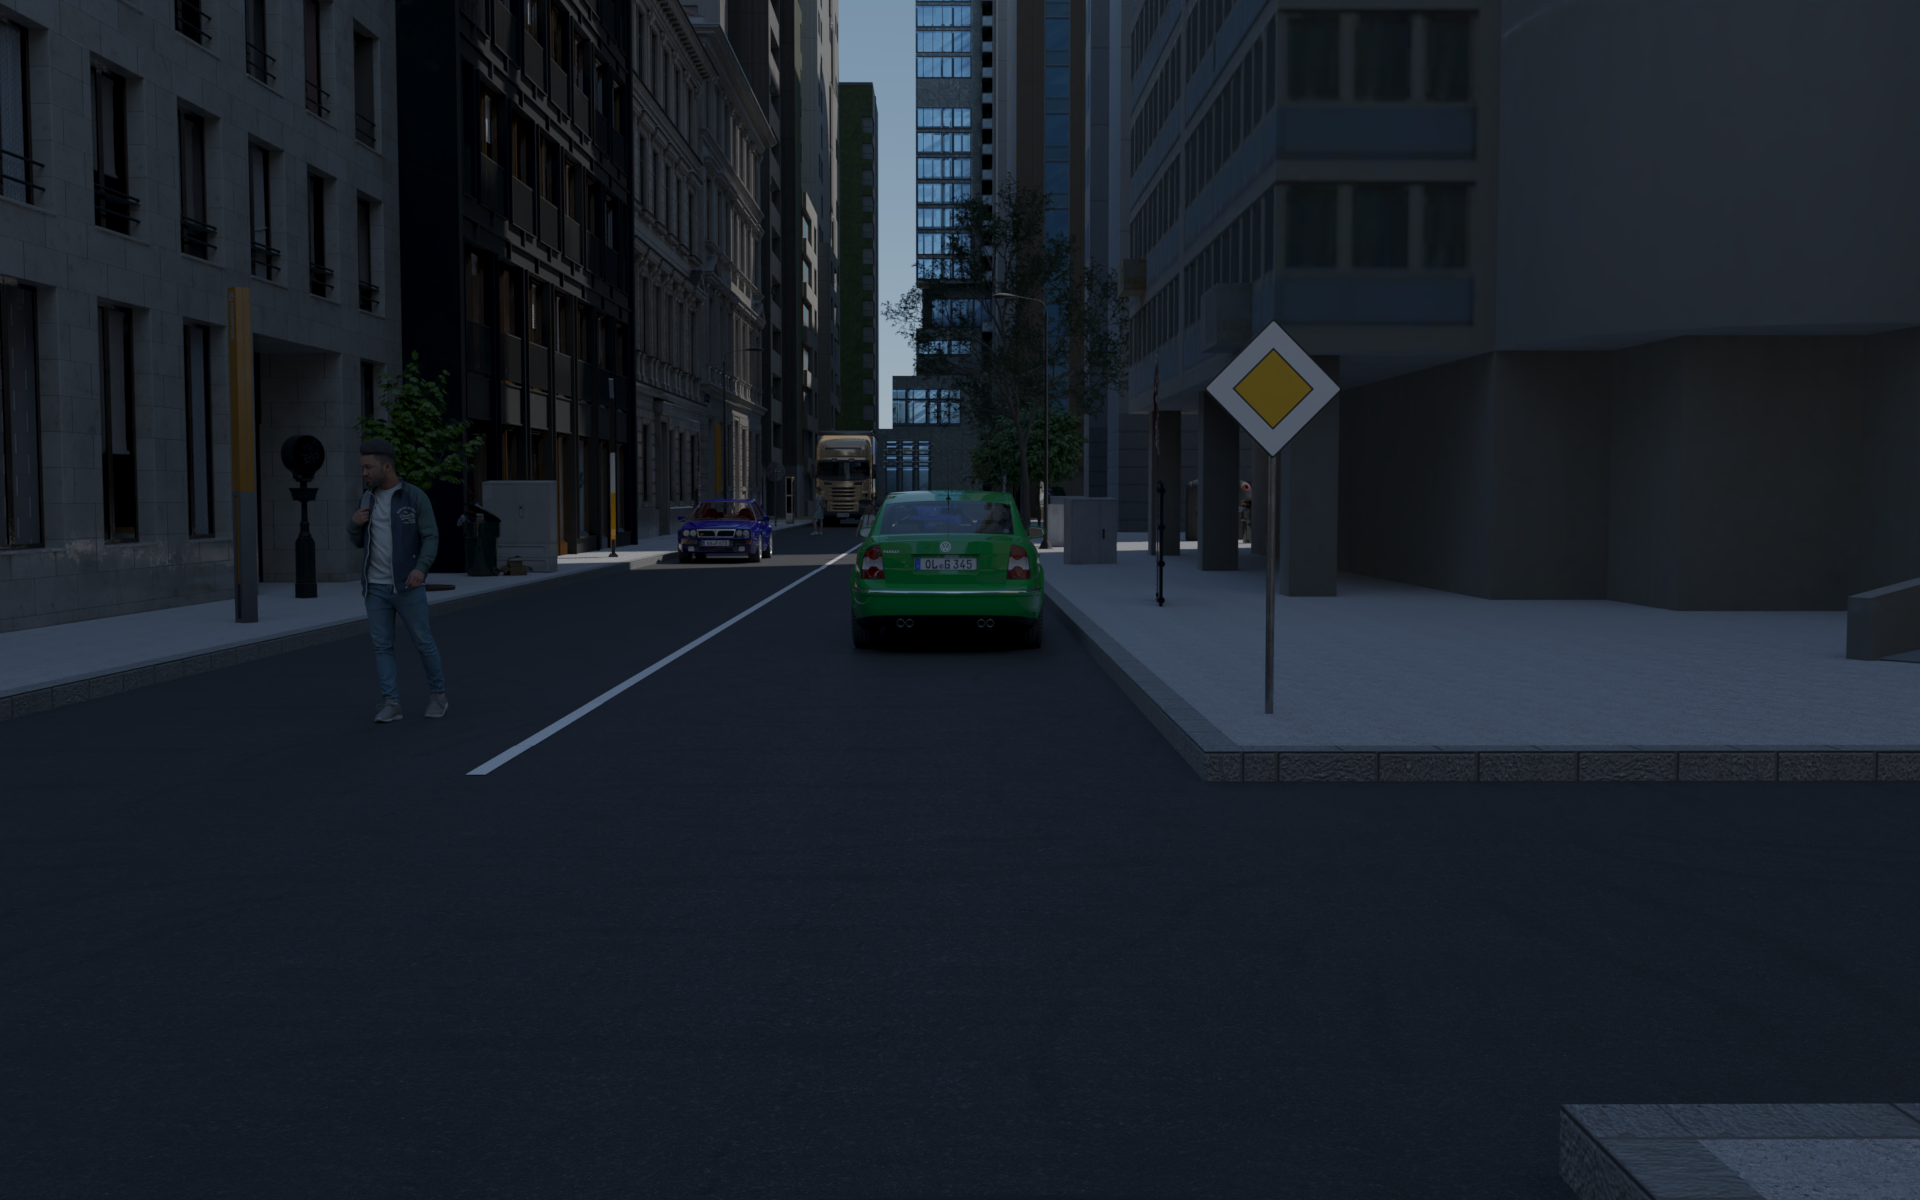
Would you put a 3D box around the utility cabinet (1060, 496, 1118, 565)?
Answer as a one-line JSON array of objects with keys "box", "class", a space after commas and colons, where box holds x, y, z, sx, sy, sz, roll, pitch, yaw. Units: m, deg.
[{"box": [2.399, -1.261, 31.779, 1.020, 1.237, 0.306, -2, 4, -31], "class": "utility cabinet"}]

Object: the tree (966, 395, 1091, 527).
[{"box": [2.645, -4.434, 56.206, 4.285, 4.588, 4.351, 0, 3, 0], "class": "tree"}]

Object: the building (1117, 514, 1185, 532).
[{"box": [15.666, -32.309, 70.246, 21.231, 58.520, 28.212, 0, 4, 0], "class": "building"}]

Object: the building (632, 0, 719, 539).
[{"box": [-13.825, -11.508, 52.788, 10.561, 19.102, 19.286, 0, 4, 0], "class": "building"}]

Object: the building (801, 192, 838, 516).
[{"box": [-22.726, -16.428, 113.631, 27.650, 21.520, 28.899, 0, 4, 0], "class": "building"}]

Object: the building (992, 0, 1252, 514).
[{"box": [13.222, -36.890, 145.149, 21.231, 58.520, 28.212, 0, 4, 0], "class": "building"}]

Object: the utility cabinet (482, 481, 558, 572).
[{"box": [-7.221, -1.206, 28.403, 1.173, 1.500, 0.318, 1, 4, 12], "class": "utility cabinet"}]

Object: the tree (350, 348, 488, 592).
[{"box": [-7.160, -1.745, 23.137, 1.663, 3.219, 1.824, 0, 3, 0], "class": "tree"}]

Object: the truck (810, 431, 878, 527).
[{"box": [-5.121, -5.514, 79.065, 2.839, 4.237, 11.283, 0, 4, -1], "class": "truck"}]

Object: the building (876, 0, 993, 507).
[{"box": [7.155, -53.001, 179.232, 31.000, 86.520, 22.319, 0, 4, 0], "class": "building"}]

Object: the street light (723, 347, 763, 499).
[{"box": [-6.933, -5.043, 55.000, 1.470, 5.913, 1.316, 0, 4, 0], "class": "street light"}]

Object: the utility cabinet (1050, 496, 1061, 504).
[{"box": [3.202, -2.478, 51.674, 1.020, 1.237, 0.306, 0, 4, -3], "class": "utility cabinet"}]

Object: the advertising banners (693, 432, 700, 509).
[{"box": [-7.569, -3.275, 49.730, 0.090, 3.025, 2.074, -1, 4, -12], "class": "advertising banners"}]

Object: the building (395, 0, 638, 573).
[{"box": [-14.219, -12.566, 35.126, 12.332, 23.373, 15.834, 0, 4, 0], "class": "building"}]

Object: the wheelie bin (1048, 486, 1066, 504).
[{"box": [3.999, -3.931, 72.174, 0.980, 1.594, 0.693, -2, 4, -35], "class": "wheelie bin"}]

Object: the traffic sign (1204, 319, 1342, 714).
[{"box": [1.803, -0.392, 10.056, 0.795, 2.450, 0.064, 0, 4, 0], "class": "traffic sign"}]

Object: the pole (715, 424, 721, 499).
[{"box": [-7.094, -3.482, 50.775, 0.158, 3.312, 0.155, 0, 3, 0], "class": "pole"}]

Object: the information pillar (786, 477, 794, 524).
[{"box": [-7.329, -4.291, 74.652, 0.304, 2.012, 0.304, 1, 4, 9], "class": "information pillar"}]

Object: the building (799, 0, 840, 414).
[{"box": [-23.834, -33.974, 144.707, 27.495, 52.752, 28.713, 0, 4, 0], "class": "building"}]

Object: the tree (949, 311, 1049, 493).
[{"box": [1.700, -7.288, 69.516, 4.360, 8.622, 3.978, 0, 3, 0], "class": "tree"}]

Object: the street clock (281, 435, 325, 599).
[{"box": [-8.071, -1.025, 21.324, 0.358, 2.002, 0.471, 2, 4, 34], "class": "street clock"}]

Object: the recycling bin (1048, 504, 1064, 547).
[{"box": [2.542, -1.818, 42.280, 0.722, 1.027, 0.722, 1, 4, 11], "class": "recycling bin"}]

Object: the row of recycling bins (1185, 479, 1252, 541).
[{"box": [7.463, -2.525, 48.398, 1.069, 1.692, 3.534, 3, 5, 43], "class": "row of recycling bins"}]

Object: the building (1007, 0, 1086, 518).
[{"box": [9.837, -27.461, 99.101, 14.600, 45.320, 14.200, 0, 4, 0], "class": "building"}]

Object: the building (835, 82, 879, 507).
[{"box": [-15.346, -30.093, 175.617, 14.086, 41.232, 14.154, 0, 4, 0], "class": "building"}]

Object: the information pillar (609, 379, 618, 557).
[{"box": [-7.048, -2.677, 35.117, 0.183, 3.616, 0.504, -1, 4, -13], "class": "information pillar"}]

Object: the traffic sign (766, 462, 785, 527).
[{"box": [-7.234, -4.146, 67.894, 0.768, 2.556, 0.104, 0, 4, 4], "class": "traffic sign"}]

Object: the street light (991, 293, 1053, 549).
[{"box": [1.455, -4.140, 40.233, 1.470, 5.913, 1.316, 0, 4, 0], "class": "street light"}]

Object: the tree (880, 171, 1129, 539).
[{"box": [1.937, -7.038, 49.491, 8.767, 10.594, 7.601, 0, 4, -3], "class": "tree"}]

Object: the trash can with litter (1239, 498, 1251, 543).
[{"box": [7.676, -2.074, 45.301, 0.624, 1.170, 1.055, 2, 4, 33], "class": "trash can with litter"}]

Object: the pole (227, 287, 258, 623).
[{"box": [-7.124, -1.428, 17.199, 0.158, 3.312, 0.155, 0, 3, 0], "class": "pole"}]

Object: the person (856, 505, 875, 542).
[{"box": [-1.856, -1.274, 34.348, 0.505, 1.210, 0.382, 1, 4, 21], "class": "person"}]

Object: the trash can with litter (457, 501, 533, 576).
[{"box": [-7.299, -0.967, 27.202, 1.055, 1.170, 0.624, -3, 4, -36], "class": "trash can with litter"}]

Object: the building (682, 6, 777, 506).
[{"box": [-14.474, -14.477, 72.858, 11.583, 22.565, 21.152, 0, 4, 0], "class": "building"}]

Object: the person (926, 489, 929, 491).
[{"box": [-1.912, -5.909, 105.908, 0.742, 1.727, 0.445, -3, 5, -45], "class": "person"}]

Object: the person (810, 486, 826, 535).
[{"box": [-4.973, -3.151, 61.028, 0.522, 1.701, 0.512, 1, 4, 8], "class": "person"}]

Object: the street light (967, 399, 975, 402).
[{"box": [1.030, -6.888, 85.162, 1.470, 5.913, 1.316, 0, 4, 0], "class": "street light"}]

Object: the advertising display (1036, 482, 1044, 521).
[{"box": [3.918, -4.751, 82.893, 0.123, 1.923, 0.974, 2, 4, 28], "class": "advertising display"}]

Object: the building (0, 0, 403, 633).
[{"box": [-14.052, -10.040, 18.904, 10.420, 20.320, 16.860, 0, 4, 0], "class": "building"}]

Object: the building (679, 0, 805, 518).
[{"box": [-15.928, -19.587, 91.952, 14.160, 30.474, 14.107, 0, 4, 0], "class": "building"}]

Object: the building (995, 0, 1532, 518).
[{"box": [18.576, -26.086, 118.393, 32.217, 40.220, 23.993, 0, 4, 0], "class": "building"}]

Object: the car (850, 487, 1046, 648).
[{"box": [-0.092, -0.531, 17.475, 1.959, 1.807, 4.718, 0, 4, 1], "class": "car"}]

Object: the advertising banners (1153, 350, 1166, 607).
[{"box": [2.365, -1.492, 20.588, 0.090, 3.025, 2.074, 0, 4, 5], "class": "advertising banners"}]

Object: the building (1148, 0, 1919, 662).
[{"box": [15.254, -20.451, 26.256, 23.993, 40.220, 32.217, 0, 4, 0], "class": "building"}]

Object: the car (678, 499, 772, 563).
[{"box": [-5.042, -1.518, 37.403, 1.945, 1.354, 3.894, 0, 4, -1], "class": "car"}]

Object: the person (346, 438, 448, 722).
[{"box": [-3.585, -0.131, 10.982, 0.623, 1.781, 0.721, 0, 4, 1], "class": "person"}]
